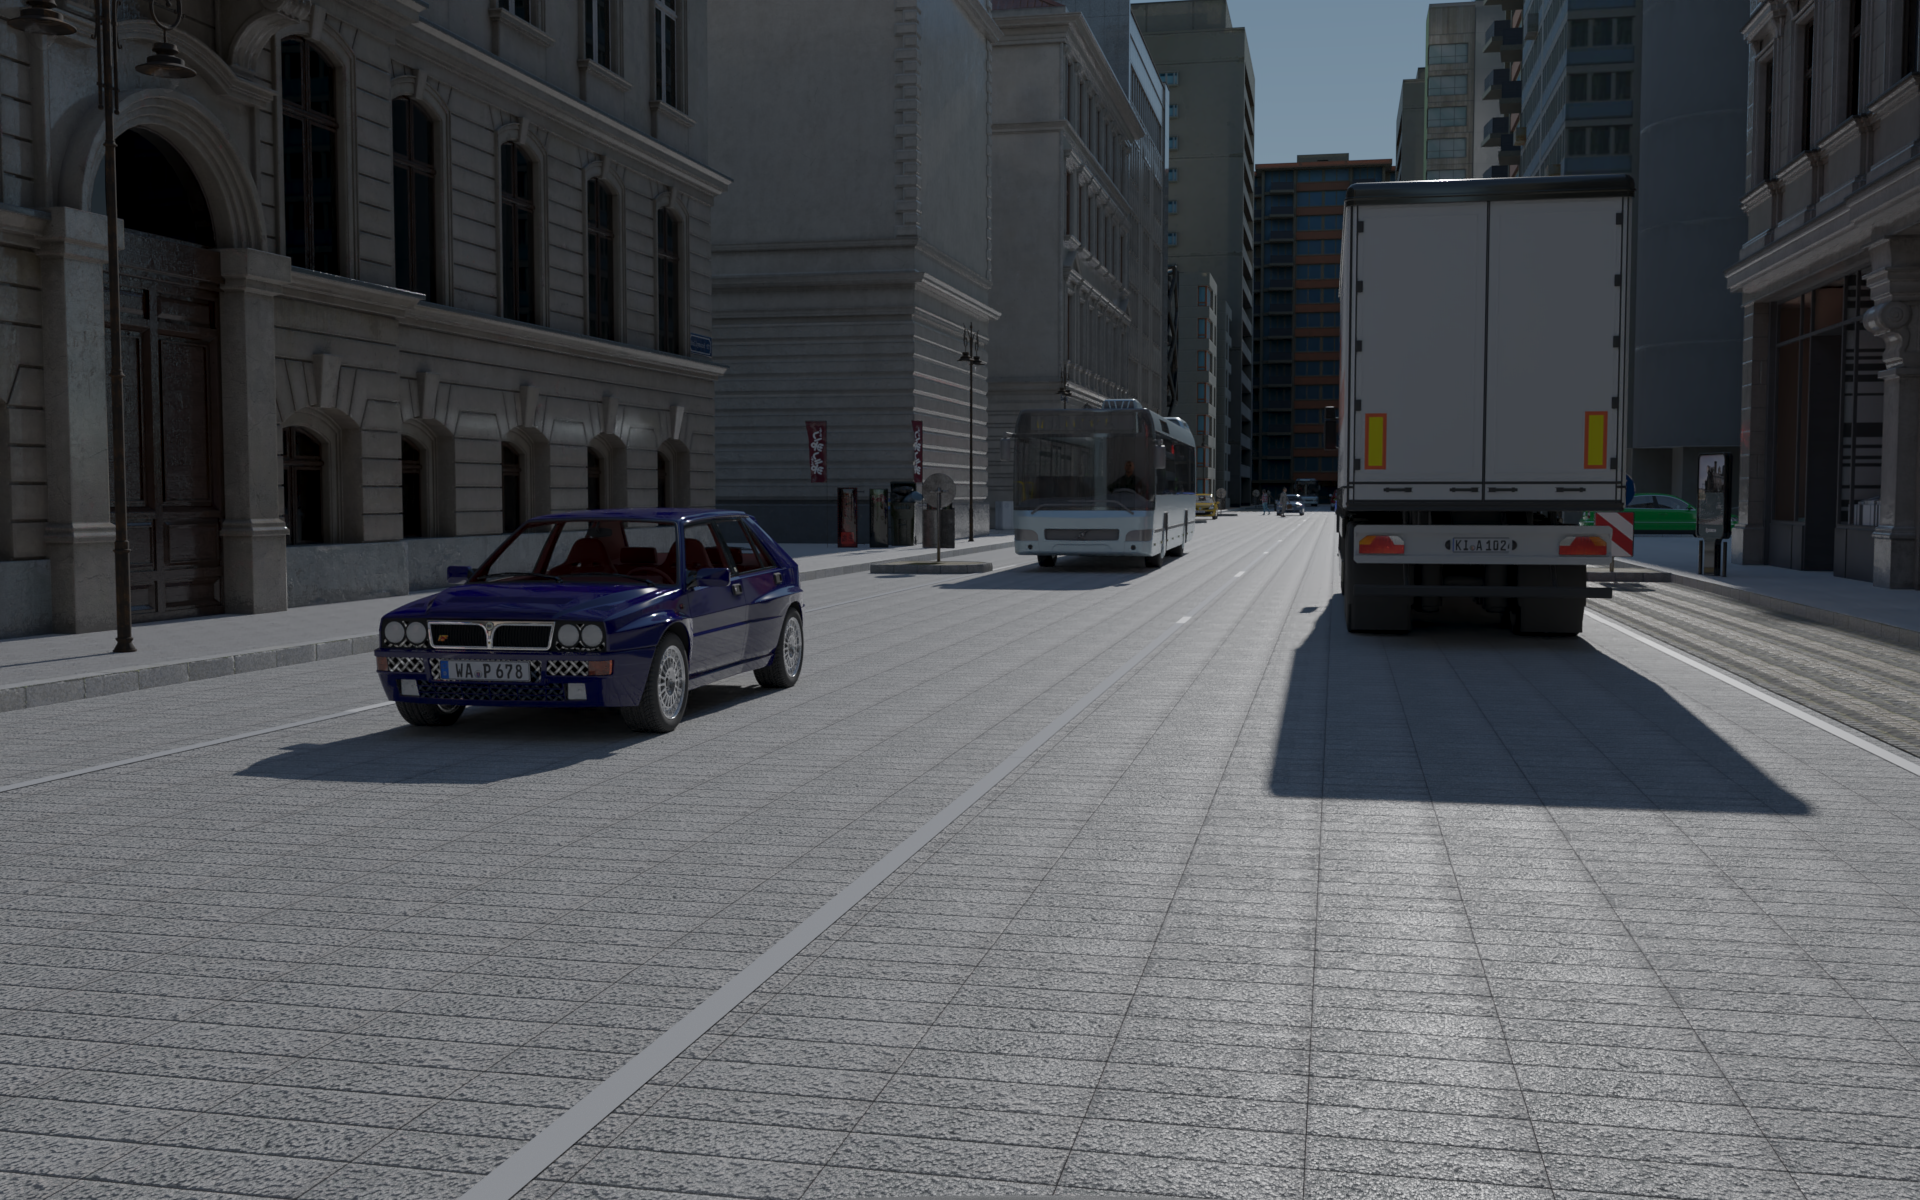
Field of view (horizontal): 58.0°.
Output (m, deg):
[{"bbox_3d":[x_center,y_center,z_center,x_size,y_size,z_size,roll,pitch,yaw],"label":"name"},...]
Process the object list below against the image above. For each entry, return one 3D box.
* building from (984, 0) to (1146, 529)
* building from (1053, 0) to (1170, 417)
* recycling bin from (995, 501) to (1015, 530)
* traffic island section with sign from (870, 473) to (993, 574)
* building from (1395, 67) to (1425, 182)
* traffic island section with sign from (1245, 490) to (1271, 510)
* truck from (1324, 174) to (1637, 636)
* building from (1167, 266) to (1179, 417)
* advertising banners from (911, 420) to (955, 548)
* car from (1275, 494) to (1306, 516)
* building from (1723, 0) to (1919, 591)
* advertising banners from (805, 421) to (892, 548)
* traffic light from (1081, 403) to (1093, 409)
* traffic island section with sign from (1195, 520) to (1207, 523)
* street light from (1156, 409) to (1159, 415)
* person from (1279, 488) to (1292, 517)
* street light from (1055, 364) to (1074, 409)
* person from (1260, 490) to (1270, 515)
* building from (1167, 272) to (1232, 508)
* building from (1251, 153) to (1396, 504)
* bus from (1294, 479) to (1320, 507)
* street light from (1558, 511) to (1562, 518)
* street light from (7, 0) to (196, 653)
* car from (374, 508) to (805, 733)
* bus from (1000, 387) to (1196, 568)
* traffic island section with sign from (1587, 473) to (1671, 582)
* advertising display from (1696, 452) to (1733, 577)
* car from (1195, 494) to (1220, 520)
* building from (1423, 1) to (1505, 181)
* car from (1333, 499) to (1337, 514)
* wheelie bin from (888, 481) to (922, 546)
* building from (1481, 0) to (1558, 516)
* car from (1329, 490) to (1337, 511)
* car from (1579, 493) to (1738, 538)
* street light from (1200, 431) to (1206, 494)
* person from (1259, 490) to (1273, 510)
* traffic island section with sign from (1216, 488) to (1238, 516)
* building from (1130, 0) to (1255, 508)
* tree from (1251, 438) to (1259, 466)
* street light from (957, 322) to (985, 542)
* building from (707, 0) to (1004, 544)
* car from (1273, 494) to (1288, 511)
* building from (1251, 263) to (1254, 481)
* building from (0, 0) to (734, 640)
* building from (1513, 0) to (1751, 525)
[{"bbox_3d":[0.812,-14.450,72.416,11.583,22.565,21.152,1,4,12],"label":"building"},{"bbox_3d":[4.232,-16.843,93.408,12.078,24.808,19.932,1,4,12],"label":"building"},{"bbox_3d":[1.704,-2.992,61.474,0.722,1.027,0.722,-1,4,-19],"label":"recycling bin"},{"bbox_3d":[-0.455,-1.430,32.009,1.989,1.847,2.006,1,4,12],"label":"traffic island section with sign"},{"bbox_3d":[59.407,-34.767,192.140,21.300,48.544,21.600,1,4,12],"label":"building"},{"bbox_3d":[27.524,-9.297,160.628,1.989,1.847,2.006,1,4,12],"label":"traffic island section with sign"},{"bbox_3d":[5.830,-1.957,20.903,2.839,4.237,11.283,1,4,12],"label":"truck"},{"bbox_3d":[5.619,-15.004,112.762,16.820,18.784,16.811,1,4,12],"label":"building"},{"bbox_3d":[-0.654,-2.785,41.725,0.090,3.025,2.074,2,4,29],"label":"advertising banners"},{"bbox_3d":[22.161,-6.363,116.045,2.014,1.417,4.499,1,4,13],"label":"car"},{"bbox_3d":[18.349,-10.907,29.247,10.553,20.767,40.483,1,4,12],"label":"building"},{"bbox_3d":[-2.657,-2.759,41.300,2.074,3.025,0.090,0,4,3],"label":"advertising banners"},{"bbox_3d":[3.900,-3.938,53.310,0.839,4.253,0.868,1,4,12],"label":"traffic light"},{"bbox_3d":[11.144,-4.694,85.373,1.989,1.847,2.006,1,4,12],"label":"traffic island section with sign"},{"bbox_3d":[10.787,-7.458,94.727,0.468,5.910,1.993,1,4,12],"label":"street light"},{"bbox_3d":[20.132,-6.042,107.414,0.853,1.813,0.709,3,4,37],"label":"person"},{"bbox_3d":[3.741,-5.446,61.823,0.468,5.910,1.993,1,4,12],"label":"street light"},{"bbox_3d":[20.840,-6.661,118.244,0.643,1.720,0.563,3,5,40],"label":"person"},{"bbox_3d":[8.987,-18.789,152.235,27.650,21.520,28.899,1,4,12],"label":"building"},{"bbox_3d":[46.352,-34.937,225.852,28.867,44.769,22.147,1,4,12],"label":"building"},{"bbox_3d":[40.159,-12.597,200.817,2.948,3.499,13.247,1,4,11],"label":"bus"},{"bbox_3d":[17.382,-4.725,50.034,0.468,5.910,1.993,1,4,12],"label":"street light"},{"bbox_3d":[-6.790,-2.515,13.902,0.468,5.910,1.993,1,4,12],"label":"street light"},{"bbox_3d":[-2.324,0.051,11.739,1.945,1.354,3.894,1,4,11],"label":"car"},{"bbox_3d":[3.304,-2.558,36.687,2.948,3.499,13.247,1,4,11],"label":"bus"},{"bbox_3d":[10.767,-1.255,29.150,1.989,1.847,2.006,1,4,12],"label":"traffic island section with sign"},{"bbox_3d":[11.818,-1.342,27.159,0.123,1.923,0.974,0,4,-1],"label":"advertising display"},{"bbox_3d":[13.676,-5.363,97.914,2.015,1.641,3.980,1,4,11],"label":"car"},{"bbox_3d":[46.427,-28.352,147.155,14.154,41.232,14.086,1,4,12],"label":"building"},{"bbox_3d":[27.396,-6.903,122.461,1.945,1.707,3.694,1,4,11],"label":"car"},{"bbox_3d":[-1.377,-2.142,42.937,0.980,1.594,0.693,0,4,4],"label":"wheelie bin"},{"bbox_3d":[43.373,-27.512,104.444,22.147,44.769,28.867,1,4,12],"label":"building"},{"bbox_3d":[32.859,-8.563,148.670,2.281,1.827,5.304,1,4,11],"label":"car"},{"bbox_3d":[21.642,-2.735,53.510,4.718,1.807,1.959,1,4,13],"label":"car"},{"bbox_3d":[17.900,-9.457,127.407,0.468,5.910,1.993,1,4,12],"label":"street light"},{"bbox_3d":[28.056,-9.183,158.660,1.348,1.823,0.705,0,4,-1],"label":"person"},{"bbox_3d":[16.924,-6.316,111.901,1.989,1.847,2.006,1,4,12],"label":"traffic island section with sign"},{"bbox_3d":[18.517,-33.786,176.097,21.300,48.544,21.600,1,4,12],"label":"building"},{"bbox_3d":[31.214,-14.883,193.702,4.360,8.622,3.978,0,3,0],"label":"tree"},{"bbox_3d":[0.302,-4.516,46.617,0.468,5.910,1.993,1,4,12],"label":"street light"},{"bbox_3d":[-9.136,-13.532,50.127,19.941,23.489,11.050,1,4,12],"label":"building"},{"bbox_3d":[26.952,-8.184,143.589,2.009,1.686,4.222,1,4,11],"label":"car"},{"bbox_3d":[27.214,-26.398,203.308,14.107,30.474,14.160,1,4,12],"label":"building"},{"bbox_3d":[-13.379,-12.160,17.900,14.460,24.649,34.723,1,4,12],"label":"building"},{"bbox_3d":[35.348,-23.035,68.499,23.993,40.220,32.217,1,4,12],"label":"building"}]
